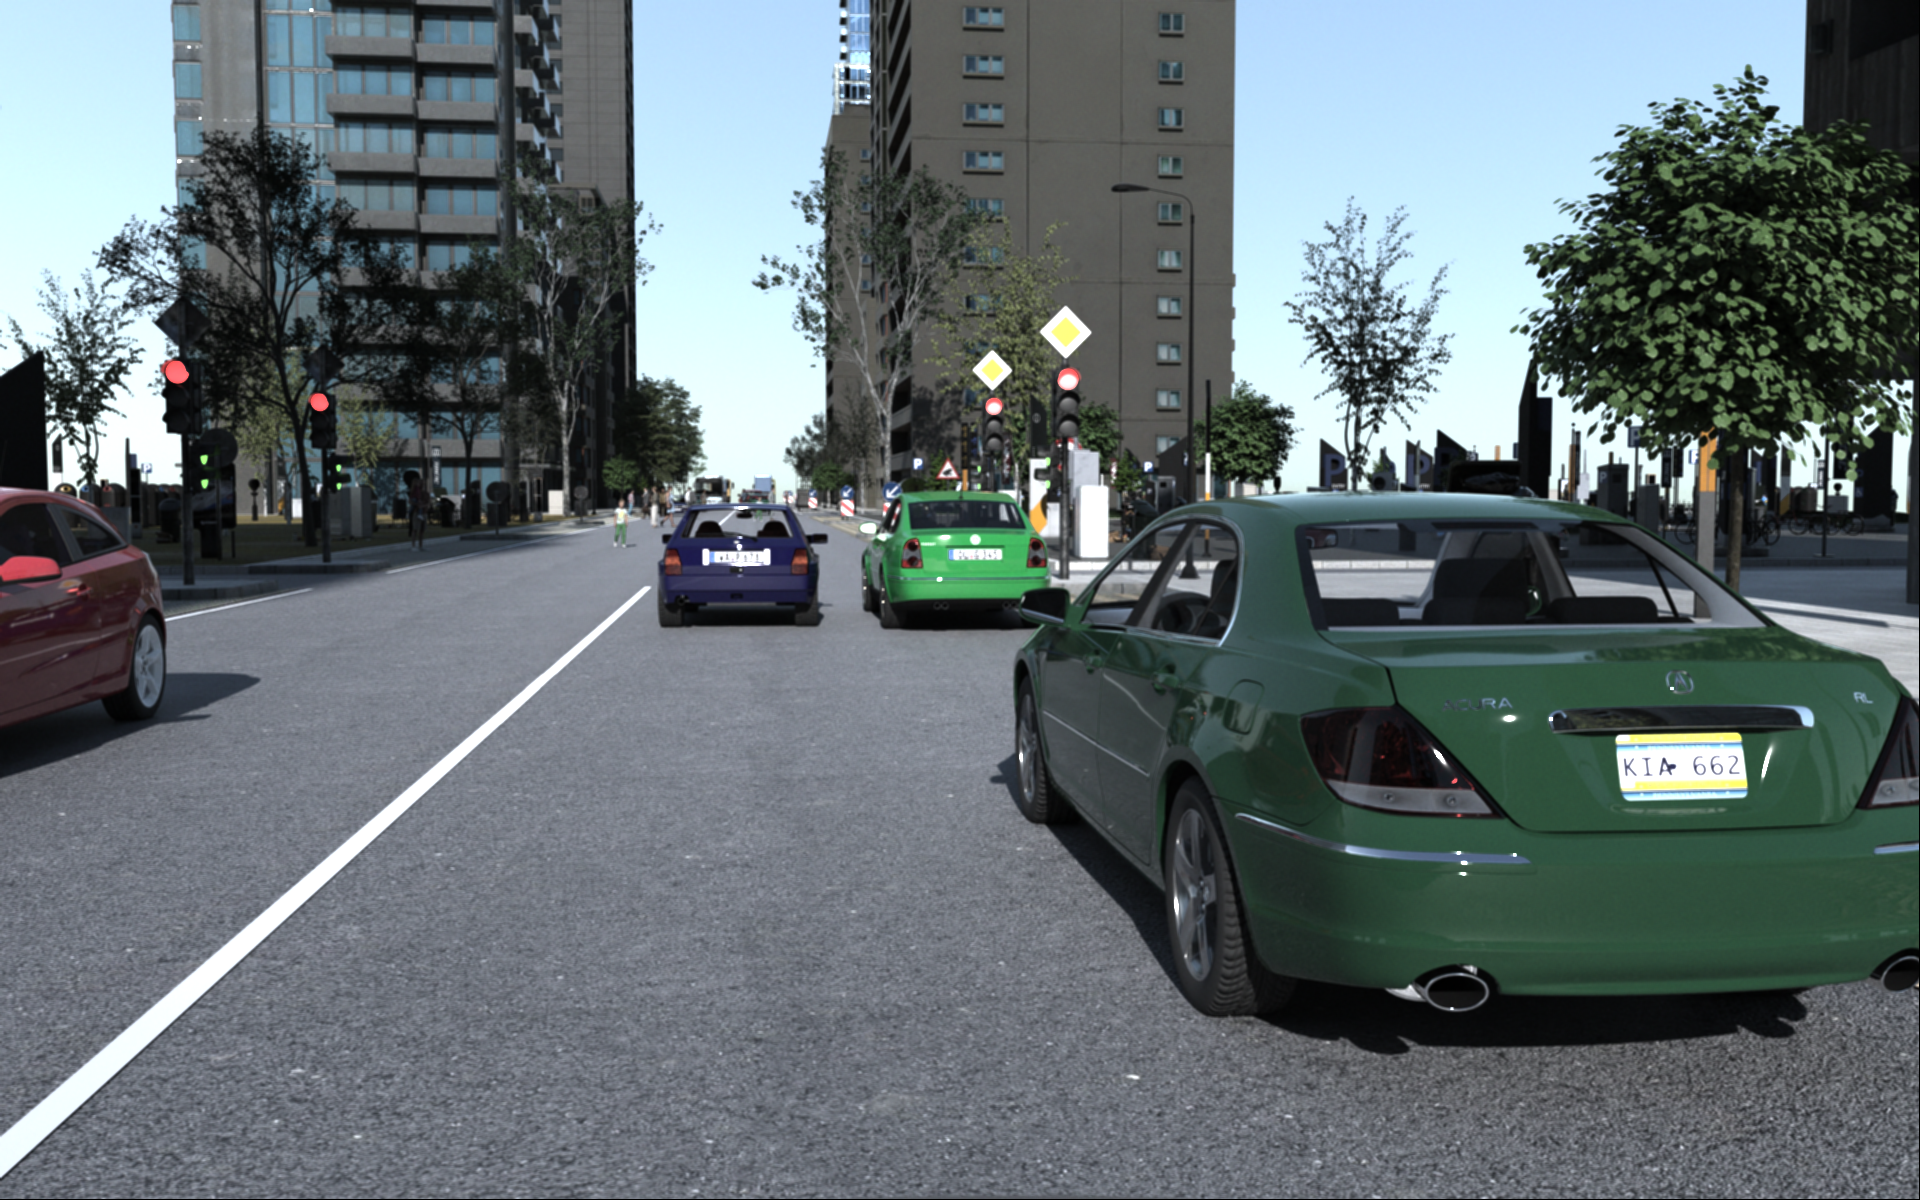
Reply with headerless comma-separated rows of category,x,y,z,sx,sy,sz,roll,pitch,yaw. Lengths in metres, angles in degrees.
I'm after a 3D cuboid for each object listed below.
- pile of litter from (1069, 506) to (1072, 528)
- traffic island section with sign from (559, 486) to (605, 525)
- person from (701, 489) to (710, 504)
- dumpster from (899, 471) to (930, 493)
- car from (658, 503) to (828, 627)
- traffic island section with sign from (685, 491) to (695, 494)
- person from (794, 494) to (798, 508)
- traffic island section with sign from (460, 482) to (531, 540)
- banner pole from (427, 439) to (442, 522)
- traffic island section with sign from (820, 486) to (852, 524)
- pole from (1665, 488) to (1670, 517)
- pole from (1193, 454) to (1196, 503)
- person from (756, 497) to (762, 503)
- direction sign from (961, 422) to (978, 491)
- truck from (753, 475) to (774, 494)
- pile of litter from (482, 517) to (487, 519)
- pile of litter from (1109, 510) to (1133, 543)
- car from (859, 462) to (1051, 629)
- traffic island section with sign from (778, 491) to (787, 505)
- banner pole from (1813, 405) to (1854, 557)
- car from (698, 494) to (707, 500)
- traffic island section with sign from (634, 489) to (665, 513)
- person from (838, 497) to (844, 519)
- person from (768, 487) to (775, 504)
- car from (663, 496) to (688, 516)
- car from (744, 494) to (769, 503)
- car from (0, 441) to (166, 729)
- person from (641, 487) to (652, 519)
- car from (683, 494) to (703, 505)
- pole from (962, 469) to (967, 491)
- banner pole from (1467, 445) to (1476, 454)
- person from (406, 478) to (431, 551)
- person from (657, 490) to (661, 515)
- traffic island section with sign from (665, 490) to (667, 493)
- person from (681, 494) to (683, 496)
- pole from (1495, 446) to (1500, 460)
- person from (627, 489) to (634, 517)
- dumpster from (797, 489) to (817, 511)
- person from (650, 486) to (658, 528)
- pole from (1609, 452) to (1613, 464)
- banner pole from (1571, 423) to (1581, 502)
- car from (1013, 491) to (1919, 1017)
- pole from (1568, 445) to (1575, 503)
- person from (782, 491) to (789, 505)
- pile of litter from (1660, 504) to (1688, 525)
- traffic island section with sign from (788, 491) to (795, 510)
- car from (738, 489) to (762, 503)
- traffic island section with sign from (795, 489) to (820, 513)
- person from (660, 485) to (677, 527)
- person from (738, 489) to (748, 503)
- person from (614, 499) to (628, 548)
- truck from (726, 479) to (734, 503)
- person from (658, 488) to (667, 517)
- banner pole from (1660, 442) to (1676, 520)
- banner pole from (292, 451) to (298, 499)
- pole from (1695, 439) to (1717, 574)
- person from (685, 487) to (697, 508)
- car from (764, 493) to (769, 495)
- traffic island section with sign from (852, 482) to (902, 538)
pile of litter,4.437,-3.169,65.784,1.176,0.858,1.719,-1,4,-19
traffic island section with sign,-17.690,-4.429,81.036,1.989,1.847,2.006,0,4,-7
person,-20.258,-7.885,137.424,0.705,1.824,1.348,1,4,20
dumpster,-1.951,-4.329,73.278,1.502,2.255,1.985,0,4,-7
car,-2.500,-0.455,20.025,1.945,1.354,3.894,0,4,-5
traffic island section with sign,-33.348,-12.476,212.602,1.989,1.847,2.006,0,4,-7
person,-16.667,-10.289,177.657,0.756,1.711,0.436,-3,4,-36
traffic island section with sign,-14.514,-2.791,54.268,1.989,1.847,2.006,0,4,-7
banner pole,-24.017,-5.445,79.044,0.401,3.779,0.863,3,5,41
traffic island section with sign,-5.577,-4.577,83.468,1.989,1.847,2.006,0,4,-7
pole,36.280,-5.809,88.820,0.158,3.312,0.155,0,3,0
pole,8.393,-4.187,62.305,0.158,3.312,0.155,0,3,0
person,-10.415,-4.698,89.567,0.590,1.304,0.306,2,4,35
direction sign,0.295,-3.837,54.724,0.379,3.537,0.876,-2,4,-34
truck,-26.807,-15.035,235.578,2.967,4.110,18.799,0,4,-6
pile of litter,-24.296,-4.684,90.550,1.176,0.858,1.719,-3,5,-39
pile of litter,4.264,-1.978,46.298,1.176,0.858,1.719,3,5,41
car,-0.133,-0.676,19.855,1.959,1.807,4.718,0,4,-7
traffic island section with sign,-24.437,-14.277,242.056,1.989,1.847,2.006,0,4,-7
banner pole,17.975,-2.783,35.525,0.863,3.779,0.401,-1,4,-13
car,-22.648,-8.307,147.611,2.131,1.459,4.920,-1,4,-9
traffic island section with sign,-23.738,-7.538,131.878,1.989,1.847,2.006,0,4,-7
person,-6.630,-5.175,97.376,0.475,1.303,0.640,-2,4,-23
person,-10.235,-5.244,94.335,0.391,1.810,0.635,0,4,2
car,-18.448,-6.141,112.990,1.945,1.354,3.894,0,4,-8
car,-13.769,-6.555,118.969,2.131,1.459,4.920,0,4,-8
car,-5.863,-0.027,9.481,2.155,1.783,4.494,0,4,-7
person,-18.114,-5.608,100.158,0.822,1.834,0.622,-3,4,-36
car,-22.075,-7.968,142.067,2.131,1.459,4.920,0,4,-6
pole,0.160,-4.046,59.991,0.158,3.312,0.155,0,3,0
banner pole,26.128,-6.032,88.645,0.863,3.779,0.401,-2,4,-25
person,-13.539,-2.129,43.291,0.573,1.828,0.580,0,4,-5
person,-20.916,-6.797,120.355,0.721,1.735,1.217,3,5,43
traffic island section with sign,-26.930,-9.175,158.644,1.989,1.847,2.006,0,4,-7
person,-31.503,-11.301,196.499,0.991,1.433,0.599,1,4,11
pole,22.594,-4.833,72.867,0.158,3.312,0.155,0,3,0
person,-20.417,-5.995,107.351,0.643,1.720,0.563,-2,4,-35
dumpster,-13.234,-8.663,149.852,1.865,1.857,1.264,0,4,-7
person,-13.064,-3.968,73.927,0.362,1.759,0.519,0,4,3
pole,31.394,-5.489,83.585,0.158,3.312,0.155,0,3,0
banner pole,21.533,-4.320,60.642,0.401,3.779,0.863,0,4,-4
car,1.361,0.338,6.272,2.131,1.459,4.920,0,4,-7
pole,25.201,-4.744,71.401,0.158,3.312,0.155,0,3,0
person,-18.157,-10.458,180.012,0.750,1.759,0.617,0,4,-1
pile of litter,30.218,-3.638,73.441,1.719,0.858,1.176,-2,4,-35
traffic island section with sign,-14.559,-9.198,159.021,1.989,1.847,2.006,0,4,-7
car,-17.557,-8.393,145.903,2.281,1.827,5.304,-1,4,-9
traffic island section with sign,-11.378,-7.561,132.253,1.989,1.847,2.006,0,4,-7
person,-12.740,-4.103,75.677,0.778,1.811,0.616,1,4,9
person,-16.874,-7.744,135.107,0.705,1.826,1.348,1,4,23
person,-9.122,-2.066,46.525,0.306,1.304,0.590,-2,4,-35
truck,-31.244,-14.064,225.862,3.469,3.379,9.791,0,4,-8
person,-18.806,-6.182,109.664,1.348,1.812,0.705,0,4,4
banner pole,33.738,-5.644,82.299,0.863,3.779,0.401,1,4,13
banner pole,-38.998,-6.824,101.588,0.401,3.779,0.863,-3,5,-43
pole,7.696,-1.468,17.844,0.158,3.312,0.155,0,3,0
person,-15.179,-5.455,97.782,0.679,1.850,0.850,-1,4,-17
car,-24.020,-12.459,212.745,2.155,1.783,4.494,0,4,-7
traffic island section with sign,-2.384,-2.940,56.702,1.989,1.847,2.006,0,4,-7
